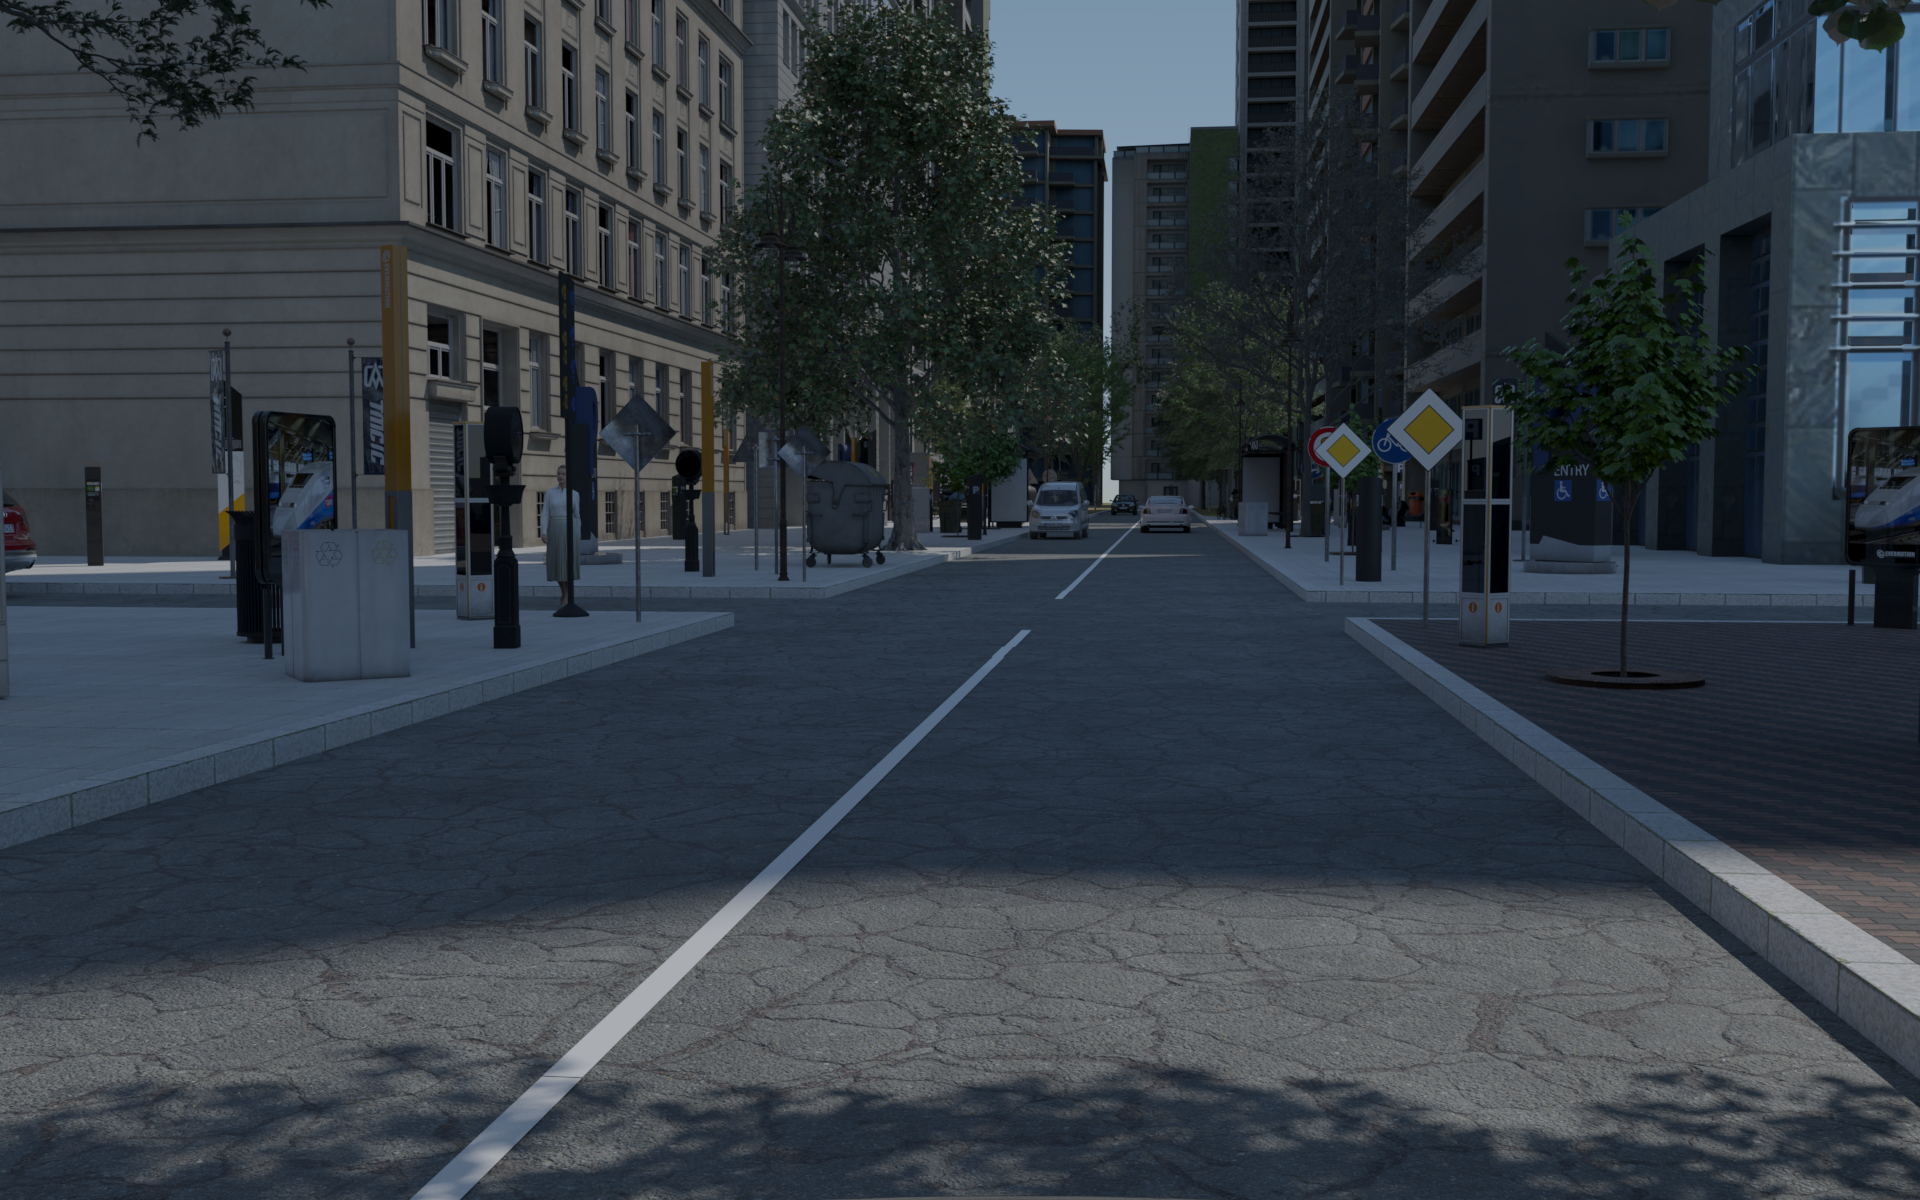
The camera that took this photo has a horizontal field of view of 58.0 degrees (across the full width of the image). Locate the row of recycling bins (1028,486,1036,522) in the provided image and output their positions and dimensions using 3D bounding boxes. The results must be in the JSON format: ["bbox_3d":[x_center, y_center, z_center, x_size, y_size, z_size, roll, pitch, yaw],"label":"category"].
[{"bbox_3d":[3.069,-4.556,81.607,1.069,1.692,3.534,0,4,5],"label":"row of recycling bins"}]

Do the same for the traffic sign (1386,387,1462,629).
[{"bbox_3d":[4.416,-0.779,16.378,0.795,2.450,0.064,0,4,7],"label":"traffic sign"}]

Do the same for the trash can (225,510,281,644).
[{"bbox_3d":[-5.964,-0.207,15.044,0.748,1.137,0.748,0,3,0],"label":"trash can"}]

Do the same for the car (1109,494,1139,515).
[{"bbox_3d":[11.289,-6.676,118.938,2.009,1.686,4.222,0,4,8],"label":"car"}]

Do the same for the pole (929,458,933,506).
[{"bbox_3d":[-1.626,-6.334,97.397,0.158,3.312,0.155,0,3,0],"label":"pole"}]

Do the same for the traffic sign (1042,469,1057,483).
[{"bbox_3d":[4.609,-5.451,89.225,0.768,2.556,0.104,0,4,8],"label":"traffic sign"}]

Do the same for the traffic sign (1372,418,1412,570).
[{"bbox_3d":[7.287,-1.769,29.031,0.768,2.556,0.104,1,4,14],"label":"traffic sign"}]

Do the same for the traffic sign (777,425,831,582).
[{"bbox_3d":[-2.270,-1.321,25.240,0.795,2.450,0.064,0,4,7],"label":"traffic sign"}]

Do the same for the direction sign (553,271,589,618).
[{"bbox_3d":[-4.083,-1.595,18.071,0.379,3.537,0.876,0,4,-4],"label":"direction sign"}]

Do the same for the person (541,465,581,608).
[{"bbox_3d":[-5.017,-0.804,21.876,0.478,1.798,0.641,0,4,-1],"label":"person"}]

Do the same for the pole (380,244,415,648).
[{"bbox_3d":[-4.647,-1.252,14.311,0.158,3.312,0.155,0,3,0],"label":"pole"}]

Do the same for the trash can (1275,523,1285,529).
[{"bbox_3d":[12.039,-3.229,64.442,0.748,1.137,0.748,0,3,0],"label":"trash can"}]

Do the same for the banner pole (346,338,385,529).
[{"bbox_3d":[-9.530,-2.315,27.871,0.863,3.779,0.401,0,4,-4],"label":"banner pole"}]

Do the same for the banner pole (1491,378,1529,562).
[{"bbox_3d":[10.525,-2.628,32.990,0.863,3.779,0.401,2,4,25],"label":"banner pole"}]

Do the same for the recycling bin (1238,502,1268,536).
[{"bbox_3d":[9.008,-2.489,53.245,0.722,1.027,0.722,-1,4,-10],"label":"recycling bin"}]

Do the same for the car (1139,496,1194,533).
[{"bbox_3d":[7.771,-3.238,65.298,2.083,1.381,4.827,0,4,8],"label":"car"}]

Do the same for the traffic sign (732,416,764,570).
[{"bbox_3d":[-3.419,-1.776,29.040,0.884,2.594,0.081,1,4,15],"label":"traffic sign"}]

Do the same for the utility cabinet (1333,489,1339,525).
[{"bbox_3d":[15.603,-3.829,71.291,0.318,1.500,1.173,1,4,21],"label":"utility cabinet"}]

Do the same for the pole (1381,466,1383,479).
[{"bbox_3d":[23.491,-6.283,96.563,0.158,3.312,0.155,0,3,0],"label":"pole"}]

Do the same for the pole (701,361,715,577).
[{"bbox_3d":[-3.893,-2.014,26.767,0.158,3.312,0.155,0,3,0],"label":"pole"}]

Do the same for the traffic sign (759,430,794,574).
[{"bbox_3d":[-2.931,-1.559,27.625,0.606,2.300,0.079,1,4,16],"label":"traffic sign"}]

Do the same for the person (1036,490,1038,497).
[{"bbox_3d":[8.163,-10.576,181.517,0.705,1.812,1.348,-1,4,-10],"label":"person"}]

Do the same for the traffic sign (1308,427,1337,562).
[{"bbox_3d":[6.963,-2.000,32.801,0.768,2.556,0.104,0,4,8],"label":"traffic sign"}]

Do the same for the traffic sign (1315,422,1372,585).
[{"bbox_3d":[5.367,-1.264,24.307,0.795,2.450,0.064,0,4,7],"label":"traffic sign"}]

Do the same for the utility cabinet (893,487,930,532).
[{"bbox_3d":[-1.599,-2.965,57.162,1.173,1.500,0.318,0,4,6],"label":"utility cabinet"}]

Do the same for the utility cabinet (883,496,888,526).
[{"bbox_3d":[-3.345,-3.575,69.605,0.306,1.237,1.020,-3,5,-42],"label":"utility cabinet"}]

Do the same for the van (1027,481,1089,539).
[{"bbox_3d":[3.233,-3.002,56.096,2.013,2.044,4.112,1,4,9],"label":"van"}]

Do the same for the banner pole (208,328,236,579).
[{"bbox_3d":[-11.236,-2.226,26.413,0.863,3.779,0.401,3,5,43],"label":"banner pole"}]

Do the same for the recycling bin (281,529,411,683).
[{"bbox_3d":[-4.337,0.020,12.228,0.722,1.027,0.722,-2,4,-32],"label":"recycling bin"}]

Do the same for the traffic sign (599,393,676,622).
[{"bbox_3d":[-3.221,-0.836,17.311,0.795,2.450,0.064,0,4,7],"label":"traffic sign"}]

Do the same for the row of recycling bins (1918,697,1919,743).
[{"bbox_3d":[5.399,-0.005,7.200,1.069,1.692,3.534,0,4,-6],"label":"row of recycling bins"}]

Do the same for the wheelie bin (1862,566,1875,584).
[{"bbox_3d":[13.227,-1.029,24.737,0.693,1.594,0.980,3,5,45],"label":"wheelie bin"}]

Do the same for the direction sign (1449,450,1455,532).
[{"bbox_3d":[16.708,-4.099,59.018,0.379,3.537,0.876,1,4,20],"label":"direction sign"}]

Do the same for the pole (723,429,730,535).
[{"bbox_3d":[-7.330,-3.699,54.330,0.158,3.312,0.155,0,3,0],"label":"pole"}]

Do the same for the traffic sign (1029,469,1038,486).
[{"bbox_3d":[3.541,-5.397,88.248,0.884,2.594,0.081,1,4,10],"label":"traffic sign"}]

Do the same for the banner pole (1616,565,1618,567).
[{"bbox_3d":[11.610,-2.469,30.378,0.863,3.779,0.401,3,5,40],"label":"banner pole"}]

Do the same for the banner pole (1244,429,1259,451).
[{"bbox_3d":[11.154,-4.687,66.652,0.863,3.779,0.401,3,5,43],"label":"banner pole"}]

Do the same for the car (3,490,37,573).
[{"bbox_3d":[-15.467,-0.913,23.605,5.304,1.827,2.281,0,4,5],"label":"car"}]

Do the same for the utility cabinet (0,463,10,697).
[{"bbox_3d":[-6.477,-0.112,10.511,1.173,1.500,0.318,-3,4,-37],"label":"utility cabinet"}]

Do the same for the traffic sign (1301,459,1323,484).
[{"bbox_3d":[11.977,-3.594,58.873,0.768,2.556,0.104,1,4,13],"label":"traffic sign"}]

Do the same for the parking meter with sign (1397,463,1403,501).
[{"bbox_3d":[24.577,-6.128,96.460,0.543,3.016,1.738,1,4,12],"label":"parking meter with sign"}]

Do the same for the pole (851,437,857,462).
[{"bbox_3d":[-3.812,-4.196,62.446,0.158,3.312,0.155,0,3,0],"label":"pole"}]

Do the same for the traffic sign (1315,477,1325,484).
[{"bbox_3d":[12.773,-3.801,62.146,0.884,2.594,0.081,1,4,12],"label":"traffic sign"}]
